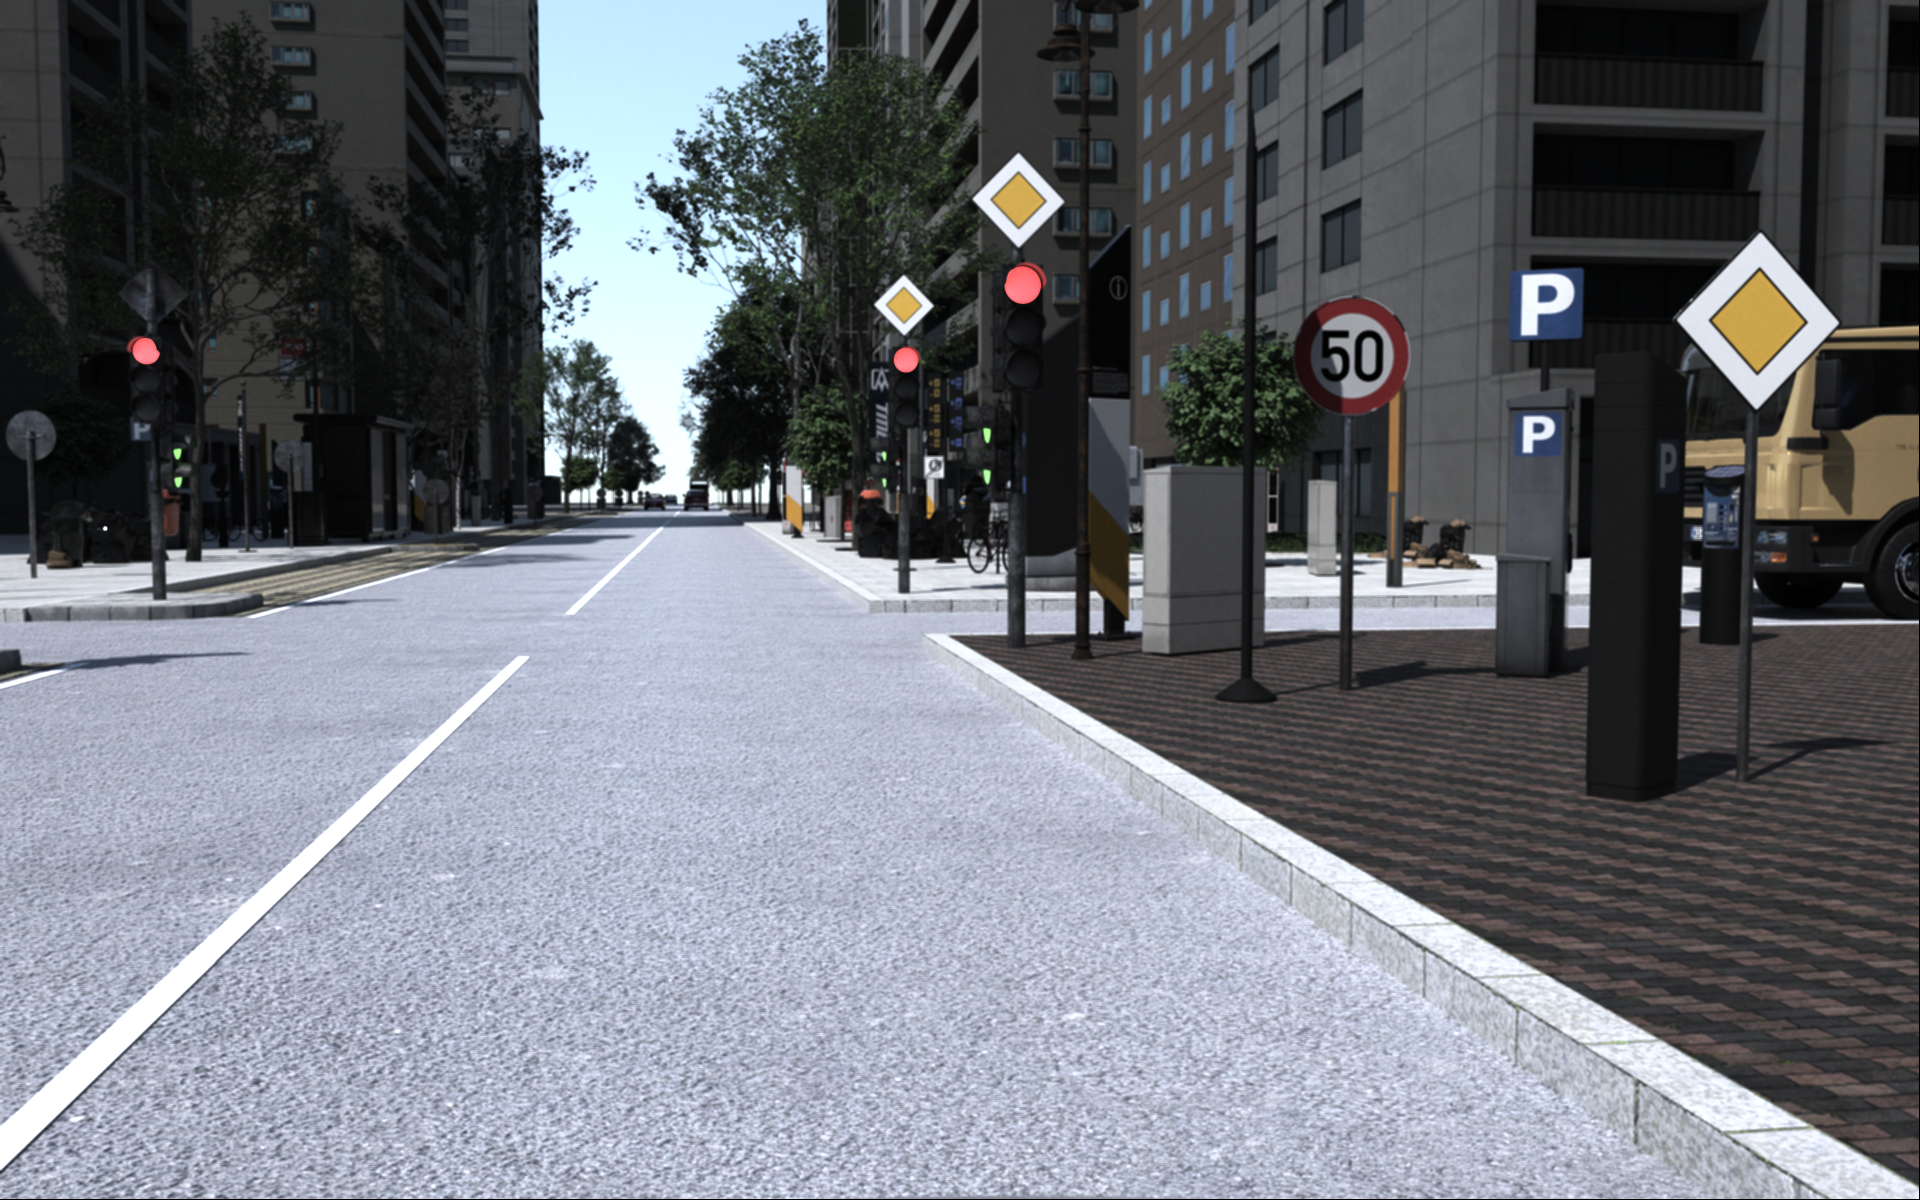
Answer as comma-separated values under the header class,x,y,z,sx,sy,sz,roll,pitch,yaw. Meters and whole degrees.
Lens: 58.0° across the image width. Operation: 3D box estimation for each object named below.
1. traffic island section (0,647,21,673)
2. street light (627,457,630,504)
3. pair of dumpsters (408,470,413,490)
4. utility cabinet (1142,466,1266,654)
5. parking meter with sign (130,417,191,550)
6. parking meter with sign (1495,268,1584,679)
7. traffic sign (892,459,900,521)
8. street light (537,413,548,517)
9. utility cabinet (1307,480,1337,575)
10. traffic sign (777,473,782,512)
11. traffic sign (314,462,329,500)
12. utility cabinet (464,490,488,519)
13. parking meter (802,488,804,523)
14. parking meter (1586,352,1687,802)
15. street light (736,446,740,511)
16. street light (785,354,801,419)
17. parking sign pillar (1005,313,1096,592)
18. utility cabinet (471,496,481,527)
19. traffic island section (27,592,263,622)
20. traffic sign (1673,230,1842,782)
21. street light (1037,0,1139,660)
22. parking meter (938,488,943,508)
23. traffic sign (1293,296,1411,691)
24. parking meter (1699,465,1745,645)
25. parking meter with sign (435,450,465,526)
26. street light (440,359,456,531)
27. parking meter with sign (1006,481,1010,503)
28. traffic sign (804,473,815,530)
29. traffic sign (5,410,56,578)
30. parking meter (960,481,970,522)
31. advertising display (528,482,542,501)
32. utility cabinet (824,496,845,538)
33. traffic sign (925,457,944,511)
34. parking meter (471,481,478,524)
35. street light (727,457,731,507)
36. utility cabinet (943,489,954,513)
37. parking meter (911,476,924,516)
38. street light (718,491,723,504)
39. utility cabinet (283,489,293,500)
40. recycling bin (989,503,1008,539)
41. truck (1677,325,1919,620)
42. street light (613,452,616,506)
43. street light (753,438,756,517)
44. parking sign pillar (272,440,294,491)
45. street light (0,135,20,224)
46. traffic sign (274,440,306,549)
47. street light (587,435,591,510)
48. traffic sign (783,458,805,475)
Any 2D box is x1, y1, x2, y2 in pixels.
class,x,y,z,sx,sy,sz,roll,pitch,yaw
traffic island section,-8.544,0.559,13.144,2.009,0.180,2.903,-1,4,-9
street light,-41.526,-14.945,217.131,0.468,5.910,1.993,-1,4,-9
pair of dumpsters,-21.879,-3.938,66.880,1.574,2.255,4.437,-1,4,-8
utility cabinet,1.987,-0.331,14.095,1.173,1.500,0.318,-3,5,-41
parking meter with sign,-18.344,-2.671,39.937,0.543,3.016,1.738,0,4,5
parking meter with sign,4.251,-1.010,12.770,0.543,3.016,1.738,1,4,22
traffic sign,-2.294,-3.656,59.889,0.768,2.556,0.104,0,4,-1
street light,-23.405,-7.608,97.185,0.468,5.910,1.993,-1,4,-9
utility cabinet,5.767,-1.154,27.541,0.318,1.500,1.173,0,4,4
traffic sign,-9.941,-5.826,95.358,0.768,2.556,0.104,0,4,-8
traffic sign,-19.696,-3.308,54.084,0.884,2.594,0.081,0,4,-8
utility cabinet,-24.697,-4.876,88.403,0.318,1.500,1.173,3,5,41
parking meter,-6.780,-3.962,73.192,0.372,1.533,0.369,0,3,0
parking meter,2.875,-0.101,7.357,0.399,1.863,0.255,-3,5,-44
street light,-16.966,-9.774,132.596,0.468,5.910,1.993,-1,4,-9
street light,-5.512,-5.161,57.174,0.468,5.910,1.993,-1,4,-9
parking sign pillar,1.330,-2.130,23.297,1.447,3.967,1.447,-2,4,-31
utility cabinet,-19.031,-3.487,68.174,0.306,1.237,1.020,-1,4,-12
traffic island section,-9.739,0.076,21.040,2.009,0.180,2.903,-1,4,-9
traffic sign,3.494,-0.397,7.670,0.795,2.450,0.064,0,4,-8
street light,0.955,-2.479,13.321,0.468,5.910,1.993,-1,4,-9
parking meter,-0.890,-3.977,73.443,0.372,1.533,0.369,0,3,0
traffic sign,2.520,-0.681,11.247,0.768,2.556,0.104,0,4,-3
parking meter,6.561,-0.394,14.850,0.372,1.533,0.369,0,3,0
parking meter with sign,-20.277,-4.432,68.729,0.543,3.016,1.738,0,4,-1
street light,-17.522,-5.301,59.454,0.468,5.910,1.993,-1,4,-9
parking meter with sign,2.190,-4.820,75.064,0.543,3.016,1.738,0,4,6
traffic sign,-5.135,-3.714,60.728,0.884,2.594,0.081,0,4,1
traffic sign,-14.113,-1.603,26.317,0.768,2.556,0.104,0,4,0
parking meter,0.232,-4.238,75.008,0.399,1.863,0.255,1,4,10
advertising display,-23.302,-5.490,94.971,0.974,1.923,0.123,2,4,34
utility cabinet,-3.706,-2.432,50.925,0.306,1.237,1.020,-2,4,-25
traffic sign,-0.672,-2.747,47.040,0.606,2.300,0.079,0,4,-6
parking meter,-20.829,-4.198,74.346,0.255,1.863,0.399,0,4,-3
street light,-22.822,-12.142,171.308,0.468,5.910,1.993,-1,4,-9
utility cabinet,-0.728,-4.214,77.575,0.318,1.500,1.173,-2,4,-32
parking meter,-1.327,-2.986,54.526,0.255,1.863,0.399,-2,4,-35
street light,-35.339,-17.169,253.493,0.468,5.910,1.993,-1,4,-9
utility cabinet,-31.673,-4.463,81.645,0.318,1.500,1.173,-2,4,-28
recycling bin,1.165,-2.286,49.936,0.722,1.027,0.722,-2,4,-30
truck,12.828,-1.535,21.020,9.791,3.379,3.469,-1,4,-8
street light,-35.659,-12.598,178.758,0.468,5.910,1.993,-1,4,-9
street light,-11.457,-7.555,96.307,0.468,5.910,1.993,-1,4,-9
parking sign pillar,-33.762,-5.989,86.393,1.447,3.967,1.447,1,4,8
street light,-11.817,-2.942,20.889,0.468,5.910,1.993,-1,4,-9
traffic sign,-15.748,-2.484,40.715,0.768,2.556,0.104,0,4,0
street light,-29.114,-9.973,135.853,0.468,5.910,1.993,-1,4,-9
traffic sign,-5.120,-3.297,54.005,0.768,2.556,0.104,0,4,-1
